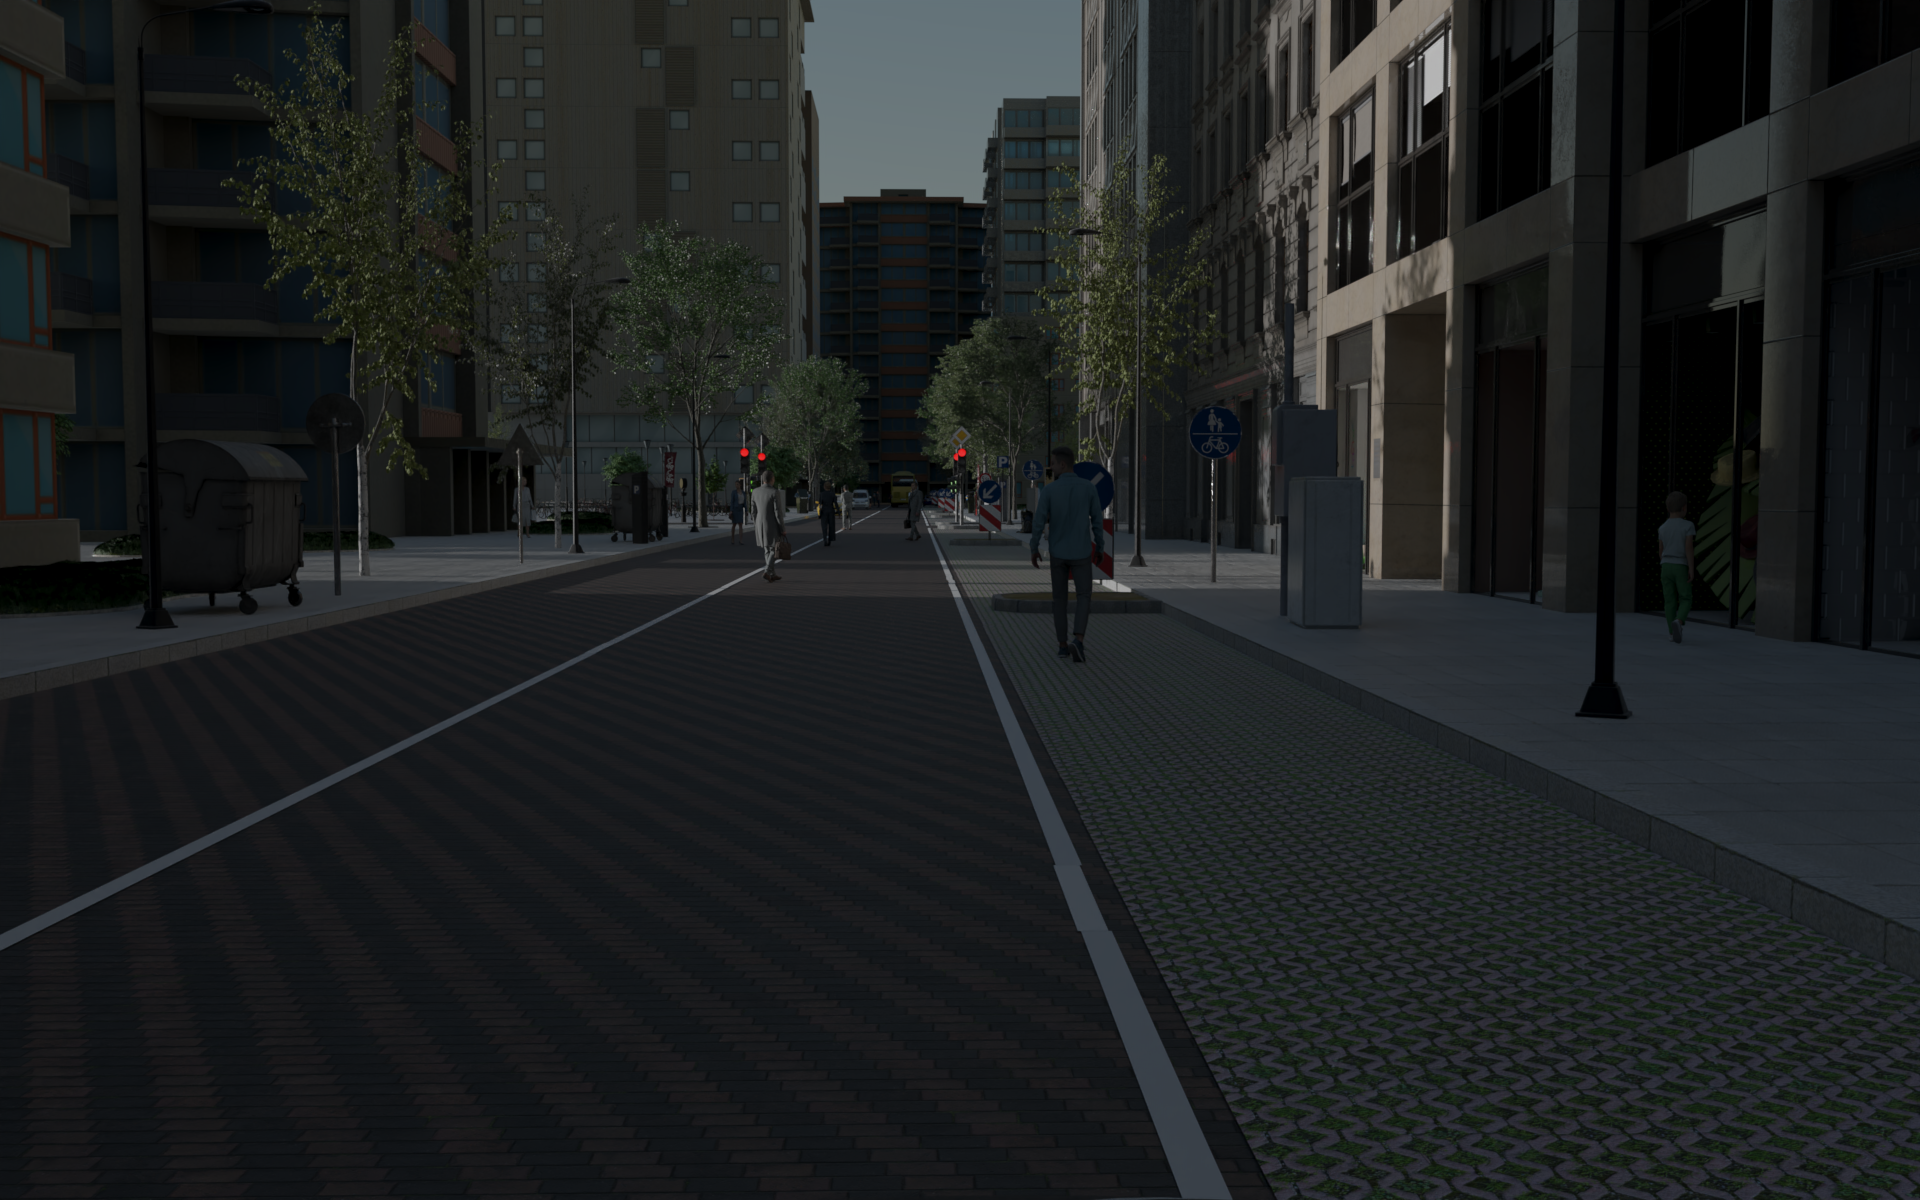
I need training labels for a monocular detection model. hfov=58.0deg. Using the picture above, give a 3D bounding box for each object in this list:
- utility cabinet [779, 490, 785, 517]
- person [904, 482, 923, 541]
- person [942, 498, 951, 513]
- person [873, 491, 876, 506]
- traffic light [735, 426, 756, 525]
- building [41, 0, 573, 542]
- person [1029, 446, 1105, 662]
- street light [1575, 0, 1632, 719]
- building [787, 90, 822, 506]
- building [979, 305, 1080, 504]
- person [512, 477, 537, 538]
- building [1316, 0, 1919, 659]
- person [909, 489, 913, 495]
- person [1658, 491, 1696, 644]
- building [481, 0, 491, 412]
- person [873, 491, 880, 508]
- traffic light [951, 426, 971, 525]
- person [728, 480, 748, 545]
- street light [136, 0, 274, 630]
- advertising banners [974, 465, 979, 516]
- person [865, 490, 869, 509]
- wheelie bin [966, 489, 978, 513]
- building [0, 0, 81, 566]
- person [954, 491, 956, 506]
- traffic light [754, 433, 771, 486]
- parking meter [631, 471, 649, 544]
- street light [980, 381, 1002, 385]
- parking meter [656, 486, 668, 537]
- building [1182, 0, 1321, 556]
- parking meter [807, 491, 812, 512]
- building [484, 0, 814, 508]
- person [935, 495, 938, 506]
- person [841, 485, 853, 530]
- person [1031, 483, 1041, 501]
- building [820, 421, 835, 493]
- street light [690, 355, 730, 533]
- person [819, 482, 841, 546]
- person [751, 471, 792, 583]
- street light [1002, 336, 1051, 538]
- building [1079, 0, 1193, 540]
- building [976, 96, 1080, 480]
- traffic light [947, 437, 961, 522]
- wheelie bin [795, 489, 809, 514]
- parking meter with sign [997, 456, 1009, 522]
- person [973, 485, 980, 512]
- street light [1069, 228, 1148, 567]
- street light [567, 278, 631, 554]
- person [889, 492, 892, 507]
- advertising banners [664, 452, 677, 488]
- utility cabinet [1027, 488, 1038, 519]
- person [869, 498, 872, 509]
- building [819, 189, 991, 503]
[{"bbox_3d":[-9.961,-5.170,93.204,1.173,1.500,0.318,-3,5,-40],"label":"utility cabinet"},{"bbox_3d":[-1.445,-2.738,53.363,0.767,1.812,0.694,-3,4,-37],"label":"person"},{"bbox_3d":[-0.925,-7.389,129.223,0.836,1.842,0.656,-1,4,-18],"label":"person"},{"bbox_3d":[-10.565,-12.619,214.907,0.705,1.814,1.350,0,4,2],"label":"person"},{"bbox_3d":[-8.801,-5.029,71.147,0.839,4.253,0.868,0,4,-1],"label":"traffic light"},{"bbox_3d":[-28.856,-24.445,54.301,28.867,44.769,22.147,0,4,-1],"label":"building"},{"bbox_3d":[0.907,-0.400,14.898,0.638,1.841,0.748,1,4,12],"label":"person"},{"bbox_3d":[3.189,-2.282,9.848,1.470,5.913,1.316,0,4,-1],"label":"street light"},{"bbox_3d":[-22.563,-32.939,188.657,14.600,45.320,14.200,0,4,-1],"label":"building"},{"bbox_3d":[16.361,-20.694,183.389,27.650,21.520,28.899,0,4,-1],"label":"building"},{"bbox_3d":[-12.774,-2.713,50.748,0.694,1.780,0.624,-1,4,-18],"label":"person"},{"bbox_3d":[16.266,-12.748,12.946,19.350,26.468,34.151,0,4,-1],"label":"building"},{"bbox_3d":[-3.662,-7.533,131.688,0.581,1.822,0.654,2,4,25],"label":"person"},{"bbox_3d":[6.159,-0.282,14.898,0.306,1.304,0.590,2,4,27],"label":"person"},{"bbox_3d":[-57.513,-47.442,213.923,20.611,71.187,20.563,0,4,-1],"label":"building"},{"bbox_3d":[-8.721,-10.530,181.191,0.750,1.759,0.617,0,4,-6],"label":"person"},{"bbox_3d":[0.057,-5.044,71.393,0.839,4.253,0.868,0,4,-1],"label":"traffic light"},{"bbox_3d":[-6.307,-2.490,49.230,0.581,1.822,0.654,-1,4,-19],"label":"person"},{"bbox_3d":[-7.143,-2.683,16.401,1.470,5.913,1.316,0,4,-1],"label":"street light"},{"bbox_3d":[0.983,-6.498,102.428,0.090,3.025,2.074,0,4,-6],"label":"advertising banners"},{"bbox_3d":[-8.966,-9.692,167.046,0.705,1.814,1.350,-1,4,-17],"label":"person"},{"bbox_3d":[0.870,-6.585,115.579,0.980,1.594,0.693,0,4,7],"label":"wheelie bin"},{"bbox_3d":[-26.874,-10.152,11.033,27.650,21.520,28.899,0,4,-1],"label":"building"},{"bbox_3d":[-0.610,-10.804,183.225,0.750,1.759,0.617,0,4,-4],"label":"person"},{"bbox_3d":[-9.009,-5.517,79.130,0.839,4.253,0.868,0,4,-1],"label":"traffic light"},{"bbox_3d":[-8.271,-2.387,44.744,0.399,1.863,0.255,2,4,35],"label":"parking meter"},{"bbox_3d":[1.524,-6.048,71.418,1.470,5.913,1.316,0,4,-1],"label":"street light"},{"bbox_3d":[-8.880,-2.640,51.574,0.372,1.533,0.369,0,3,0],"label":"parking meter"},{"bbox_3d":[11.186,-11.621,39.149,9.793,20.994,18.267,0,4,-1],"label":"building"},{"bbox_3d":[-10.921,-7.165,125.560,0.372,1.533,0.369,0,3,0],"label":"parking meter"},{"bbox_3d":[-29.005,-35.364,167.447,28.713,52.752,27.495,0,4,-1],"label":"building"},{"bbox_3d":[-2.626,-11.375,195.028,0.434,1.755,0.990,1,4,12],"label":"person"},{"bbox_3d":[-4.551,-3.721,69.517,0.511,1.800,0.466,-2,4,-29],"label":"person"},{"bbox_3d":[3.540,-4.565,80.951,0.793,1.790,0.793,2,4,25],"label":"person"},{"bbox_3d":[-31.719,-55.141,214.219,31.000,86.520,22.319,0,4,-1],"label":"building"},{"bbox_3d":[-8.342,-5.215,57.799,1.470,5.913,1.316,0,4,-1],"label":"street light"},{"bbox_3d":[-3.605,-2.370,47.672,0.576,1.772,0.534,-2,4,-25],"label":"person"},{"bbox_3d":[-3.062,-1.198,28.184,0.694,1.812,0.767,2,4,32],"label":"person"},{"bbox_3d":[2.084,-4.794,50.928,1.470,5.913,1.316,0,4,-1],"label":"street light"},{"bbox_3d":[10.960,-14.684,58.098,12.078,24.808,19.932,0,4,-1],"label":"building"},{"bbox_3d":[14.132,-36.246,212.229,23.786,49.044,30.456,0,4,-1],"label":"building"},{"bbox_3d":[-0.151,-5.532,79.376,0.839,4.253,0.868,0,4,-1],"label":"traffic light"},{"bbox_3d":[-10.378,-6.460,113.524,0.980,1.594,0.693,-2,4,-30],"label":"wheelie bin"},{"bbox_3d":[2.027,-5.124,80.044,0.543,3.016,1.738,0,4,5],"label":"parking meter with sign"},{"bbox_3d":[1.212,-6.286,108.925,0.850,1.850,0.679,-1,4,-23],"label":"person"},{"bbox_3d":[2.604,-3.541,30.437,1.470,5.913,1.316,0,4,-1],"label":"street light"},{"bbox_3d":[-7.764,-3.961,37.309,1.470,5.913,1.316,0,4,-1],"label":"street light"},{"bbox_3d":[-7.805,-11.498,196.457,0.705,1.831,1.348,1,4,14],"label":"person"},{"bbox_3d":[-12.747,-4.618,71.699,2.074,3.025,0.090,0,4,-5],"label":"advertising banners"},{"bbox_3d":[2.450,-3.079,59.024,0.318,1.500,1.173,0,4,7],"label":"utility cabinet"},{"bbox_3d":[-8.764,-9.437,166.032,0.697,1.427,0.421,0,4,-2],"label":"person"},{"bbox_3d":[-8.869,-36.489,251.225,28.867,44.769,22.147,0,4,-1],"label":"building"}]
